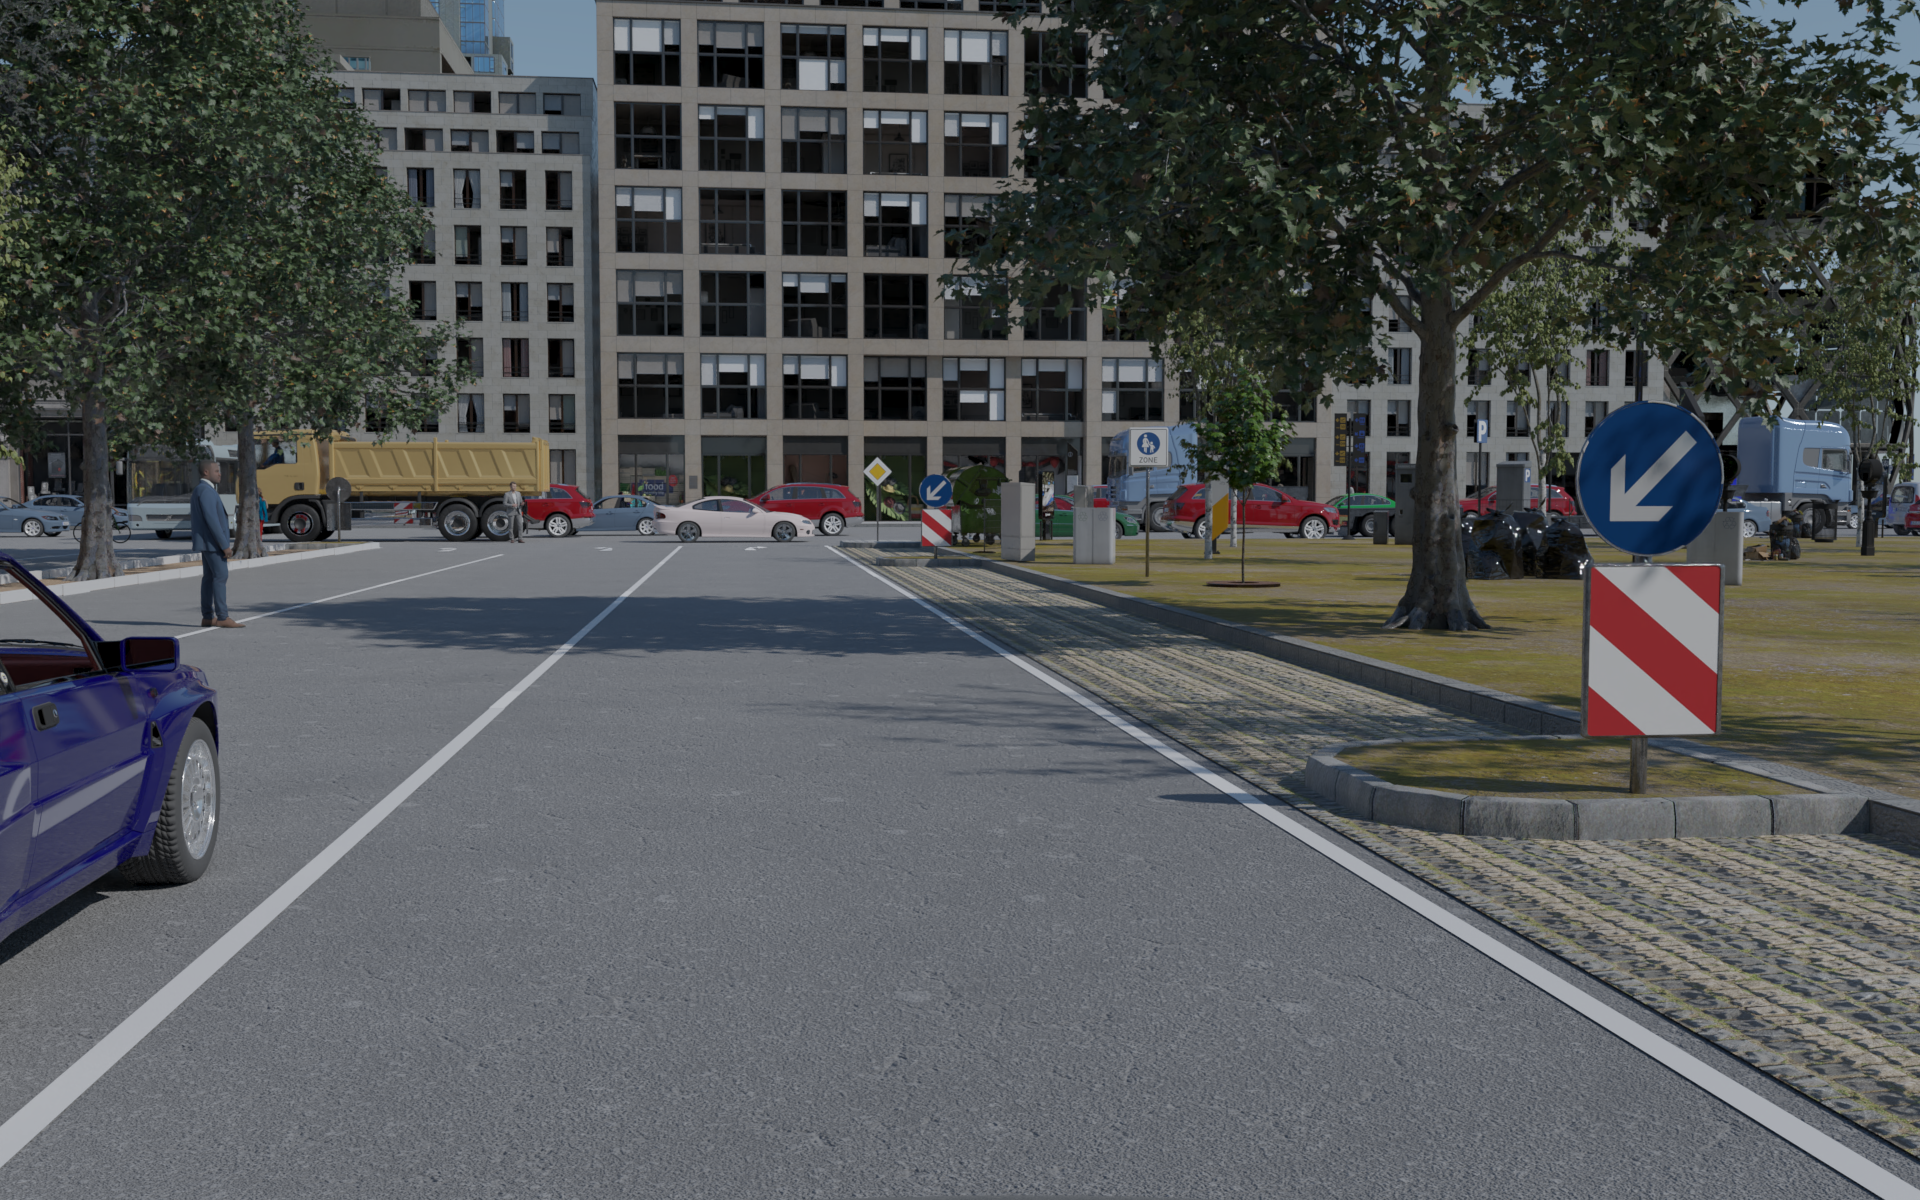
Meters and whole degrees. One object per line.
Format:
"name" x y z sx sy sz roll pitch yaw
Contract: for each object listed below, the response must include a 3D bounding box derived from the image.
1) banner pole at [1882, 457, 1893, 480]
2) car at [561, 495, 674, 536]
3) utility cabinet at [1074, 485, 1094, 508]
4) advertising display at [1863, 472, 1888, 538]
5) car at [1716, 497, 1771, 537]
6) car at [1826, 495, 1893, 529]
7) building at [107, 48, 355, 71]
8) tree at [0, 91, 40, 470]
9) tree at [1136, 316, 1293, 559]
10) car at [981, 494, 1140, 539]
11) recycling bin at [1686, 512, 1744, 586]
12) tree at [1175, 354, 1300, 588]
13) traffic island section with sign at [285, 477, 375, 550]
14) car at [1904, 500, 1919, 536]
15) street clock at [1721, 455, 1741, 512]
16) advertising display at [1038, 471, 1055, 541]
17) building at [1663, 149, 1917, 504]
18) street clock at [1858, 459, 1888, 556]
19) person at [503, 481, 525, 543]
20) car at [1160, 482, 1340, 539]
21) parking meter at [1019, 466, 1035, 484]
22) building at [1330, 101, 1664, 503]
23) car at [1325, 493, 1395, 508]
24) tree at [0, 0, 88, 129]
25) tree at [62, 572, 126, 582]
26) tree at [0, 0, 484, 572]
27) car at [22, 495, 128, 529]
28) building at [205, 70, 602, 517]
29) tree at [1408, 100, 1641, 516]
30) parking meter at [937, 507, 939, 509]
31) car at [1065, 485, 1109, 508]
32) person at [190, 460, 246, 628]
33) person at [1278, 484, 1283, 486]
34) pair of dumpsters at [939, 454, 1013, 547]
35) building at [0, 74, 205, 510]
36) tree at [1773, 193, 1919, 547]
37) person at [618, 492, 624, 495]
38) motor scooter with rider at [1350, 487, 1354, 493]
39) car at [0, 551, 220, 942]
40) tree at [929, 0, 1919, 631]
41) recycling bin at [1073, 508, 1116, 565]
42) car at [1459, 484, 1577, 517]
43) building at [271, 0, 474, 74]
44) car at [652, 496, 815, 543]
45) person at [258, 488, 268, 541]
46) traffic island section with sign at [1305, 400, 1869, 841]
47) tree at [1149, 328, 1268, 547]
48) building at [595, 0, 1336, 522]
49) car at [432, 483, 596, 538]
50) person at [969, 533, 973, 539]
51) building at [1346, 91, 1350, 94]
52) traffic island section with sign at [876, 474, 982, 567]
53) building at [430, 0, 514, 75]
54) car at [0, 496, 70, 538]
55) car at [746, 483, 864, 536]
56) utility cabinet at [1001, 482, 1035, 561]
"banner pole" 57.726 -7.204 107.805 0.401 3.779 0.863 -3 4 -38
"car" -12.056 -2.935 59.994 4.499 1.417 2.014 0 4 -5
"utility cabinet" 3.113 -2.122 43.378 0.318 1.500 1.173 1 4 15
"advertising display" 26.834 -2.794 50.899 0.123 1.923 0.974 -1 4 -11
"car" 23.509 -2.649 55.316 4.499 1.417 2.014 0 4 -7
"car" 38.075 -3.673 72.056 4.499 1.417 2.014 -1 4 -8
"building" -62.200 -27.796 146.347 32.217 40.220 23.993 0 4 -7
"tree" -13.114 -4.168 20.967 4.737 8.622 4.395 0 3 0
"tree" 4.986 -5.103 33.791 4.737 8.622 4.395 0 3 0
"car" 2.891 -2.418 51.336 4.920 1.459 2.131 0 4 -7
"recycling bin" 10.749 -0.740 24.655 0.722 1.027 0.722 2 4 25
"tree" 3.816 -1.804 24.096 1.663 3.219 1.824 0 3 0
"traffic island section with sign" -16.442 -2.282 45.447 2.006 1.907 1.989 0 4 -7
"car" 32.766 -2.850 55.645 4.494 1.783 2.155 0 4 -8
"street clock" 14.104 -1.673 31.928 0.471 2.002 0.358 3 4 39
"advertising display" 2.392 -2.614 47.952 0.123 1.923 0.974 2 4 23
"building" 41.657 -13.840 93.731 16.811 18.784 16.820 0 4 -7
"street clock" 18.868 -1.919 35.944 0.358 2.002 0.471 -1 4 -9
"person" -12.979 -2.559 50.541 0.583 1.804 0.606 3 5 44
"car" 8.608 -2.610 51.341 5.304 1.827 2.281 0 4 -5
"parking meter" 1.418 -1.896 36.716 0.255 1.863 0.399 -1 4 -19
"building" 25.344 -14.289 88.375 16.860 20.320 10.420 0 4 -7
"car" 15.931 -3.783 70.656 4.718 1.807 1.959 0 4 -7
"tree" -12.286 -6.090 12.397 12.009 13.543 11.850 0 3 0
"tree" -14.267 -6.662 28.381 9.611 12.733 9.660 0 3 0
"tree" -15.710 -7.248 37.969 9.611 12.733 9.660 0 3 0
"car" -35.458 -3.502 69.260 4.499 1.417 2.014 -1 4 -9
"building" -25.543 -13.901 82.034 16.860 20.320 10.420 0 4 -7
"tree" 10.205 -4.919 30.785 4.737 8.622 4.395 0 3 0
"parking meter" -1.235 -5.853 104.109 0.372 1.533 0.369 0 3 0
"car" 5.436 -3.936 73.027 5.304 1.827 2.281 0 4 -6
"person" -8.054 -0.610 18.651 0.419 1.800 0.721 -3 5 -43
"person" 12.711 -3.681 68.666 0.573 1.828 0.580 -1 4 -12
"pair of dumpsters" 0.294 -2.525 43.784 1.574 2.255 4.437 0 4 -7
"building" -54.050 -13.939 78.819 40.483 20.767 10.553 0 4 -7
"tree" 21.626 -5.577 41.540 4.737 8.622 4.395 0 3 0
"person" -13.857 -3.712 71.559 0.546 1.535 0.453 -2 4 -35
"motor scooter with rider" 16.857 -4.099 75.990 1.986 1.779 0.876 0 4 -6
"car" -3.475 0.457 5.113 1.945 1.354 3.894 -1 4 -9
"tree" 4.483 -6.077 16.374 9.611 12.733 9.660 0 3 0
"recycling bin" 2.472 -1.180 31.840 0.722 1.027 0.722 1 4 10
"car" 20.132 -3.399 64.252 5.304 1.827 2.281 0 4 -7
"building" -59.701 -33.373 169.344 21.300 48.544 21.600 0 4 -7
"car" -6.760 -2.410 51.762 4.827 1.381 2.083 -1 4 -8
"person" -19.559 -2.319 48.125 0.593 1.614 0.444 0 4 4
"traffic island section with sign" 2.718 0.033 8.083 1.989 1.847 2.006 0 4 -7
"tree" 6.625 -5.607 42.029 4.360 8.622 3.978 0 3 0
"building" -0.467 -17.399 88.988 34.151 26.468 19.350 0 4 -7
"car" -14.761 -2.973 57.285 5.304 1.827 2.281 -1 4 -9
"person" 0.425 -2.858 55.352 0.434 1.807 0.598 2 4 27
"building" 35.902 -35.085 197.337 21.600 48.544 21.300 0 4 -7
"traffic island section with sign" -0.669 -1.602 34.826 1.989 1.847 2.006 0 4 -7
"building" -75.218 -56.812 241.542 31.000 86.520 22.319 0 4 -7
"car" -32.137 -2.796 57.711 4.499 1.417 2.014 0 4 -6
"car" -5.962 -3.118 59.658 5.304 1.827 2.281 -1 4 -9
"utility cabinet" 1.115 -1.492 33.066 0.318 1.500 1.173 -1 4 -16
